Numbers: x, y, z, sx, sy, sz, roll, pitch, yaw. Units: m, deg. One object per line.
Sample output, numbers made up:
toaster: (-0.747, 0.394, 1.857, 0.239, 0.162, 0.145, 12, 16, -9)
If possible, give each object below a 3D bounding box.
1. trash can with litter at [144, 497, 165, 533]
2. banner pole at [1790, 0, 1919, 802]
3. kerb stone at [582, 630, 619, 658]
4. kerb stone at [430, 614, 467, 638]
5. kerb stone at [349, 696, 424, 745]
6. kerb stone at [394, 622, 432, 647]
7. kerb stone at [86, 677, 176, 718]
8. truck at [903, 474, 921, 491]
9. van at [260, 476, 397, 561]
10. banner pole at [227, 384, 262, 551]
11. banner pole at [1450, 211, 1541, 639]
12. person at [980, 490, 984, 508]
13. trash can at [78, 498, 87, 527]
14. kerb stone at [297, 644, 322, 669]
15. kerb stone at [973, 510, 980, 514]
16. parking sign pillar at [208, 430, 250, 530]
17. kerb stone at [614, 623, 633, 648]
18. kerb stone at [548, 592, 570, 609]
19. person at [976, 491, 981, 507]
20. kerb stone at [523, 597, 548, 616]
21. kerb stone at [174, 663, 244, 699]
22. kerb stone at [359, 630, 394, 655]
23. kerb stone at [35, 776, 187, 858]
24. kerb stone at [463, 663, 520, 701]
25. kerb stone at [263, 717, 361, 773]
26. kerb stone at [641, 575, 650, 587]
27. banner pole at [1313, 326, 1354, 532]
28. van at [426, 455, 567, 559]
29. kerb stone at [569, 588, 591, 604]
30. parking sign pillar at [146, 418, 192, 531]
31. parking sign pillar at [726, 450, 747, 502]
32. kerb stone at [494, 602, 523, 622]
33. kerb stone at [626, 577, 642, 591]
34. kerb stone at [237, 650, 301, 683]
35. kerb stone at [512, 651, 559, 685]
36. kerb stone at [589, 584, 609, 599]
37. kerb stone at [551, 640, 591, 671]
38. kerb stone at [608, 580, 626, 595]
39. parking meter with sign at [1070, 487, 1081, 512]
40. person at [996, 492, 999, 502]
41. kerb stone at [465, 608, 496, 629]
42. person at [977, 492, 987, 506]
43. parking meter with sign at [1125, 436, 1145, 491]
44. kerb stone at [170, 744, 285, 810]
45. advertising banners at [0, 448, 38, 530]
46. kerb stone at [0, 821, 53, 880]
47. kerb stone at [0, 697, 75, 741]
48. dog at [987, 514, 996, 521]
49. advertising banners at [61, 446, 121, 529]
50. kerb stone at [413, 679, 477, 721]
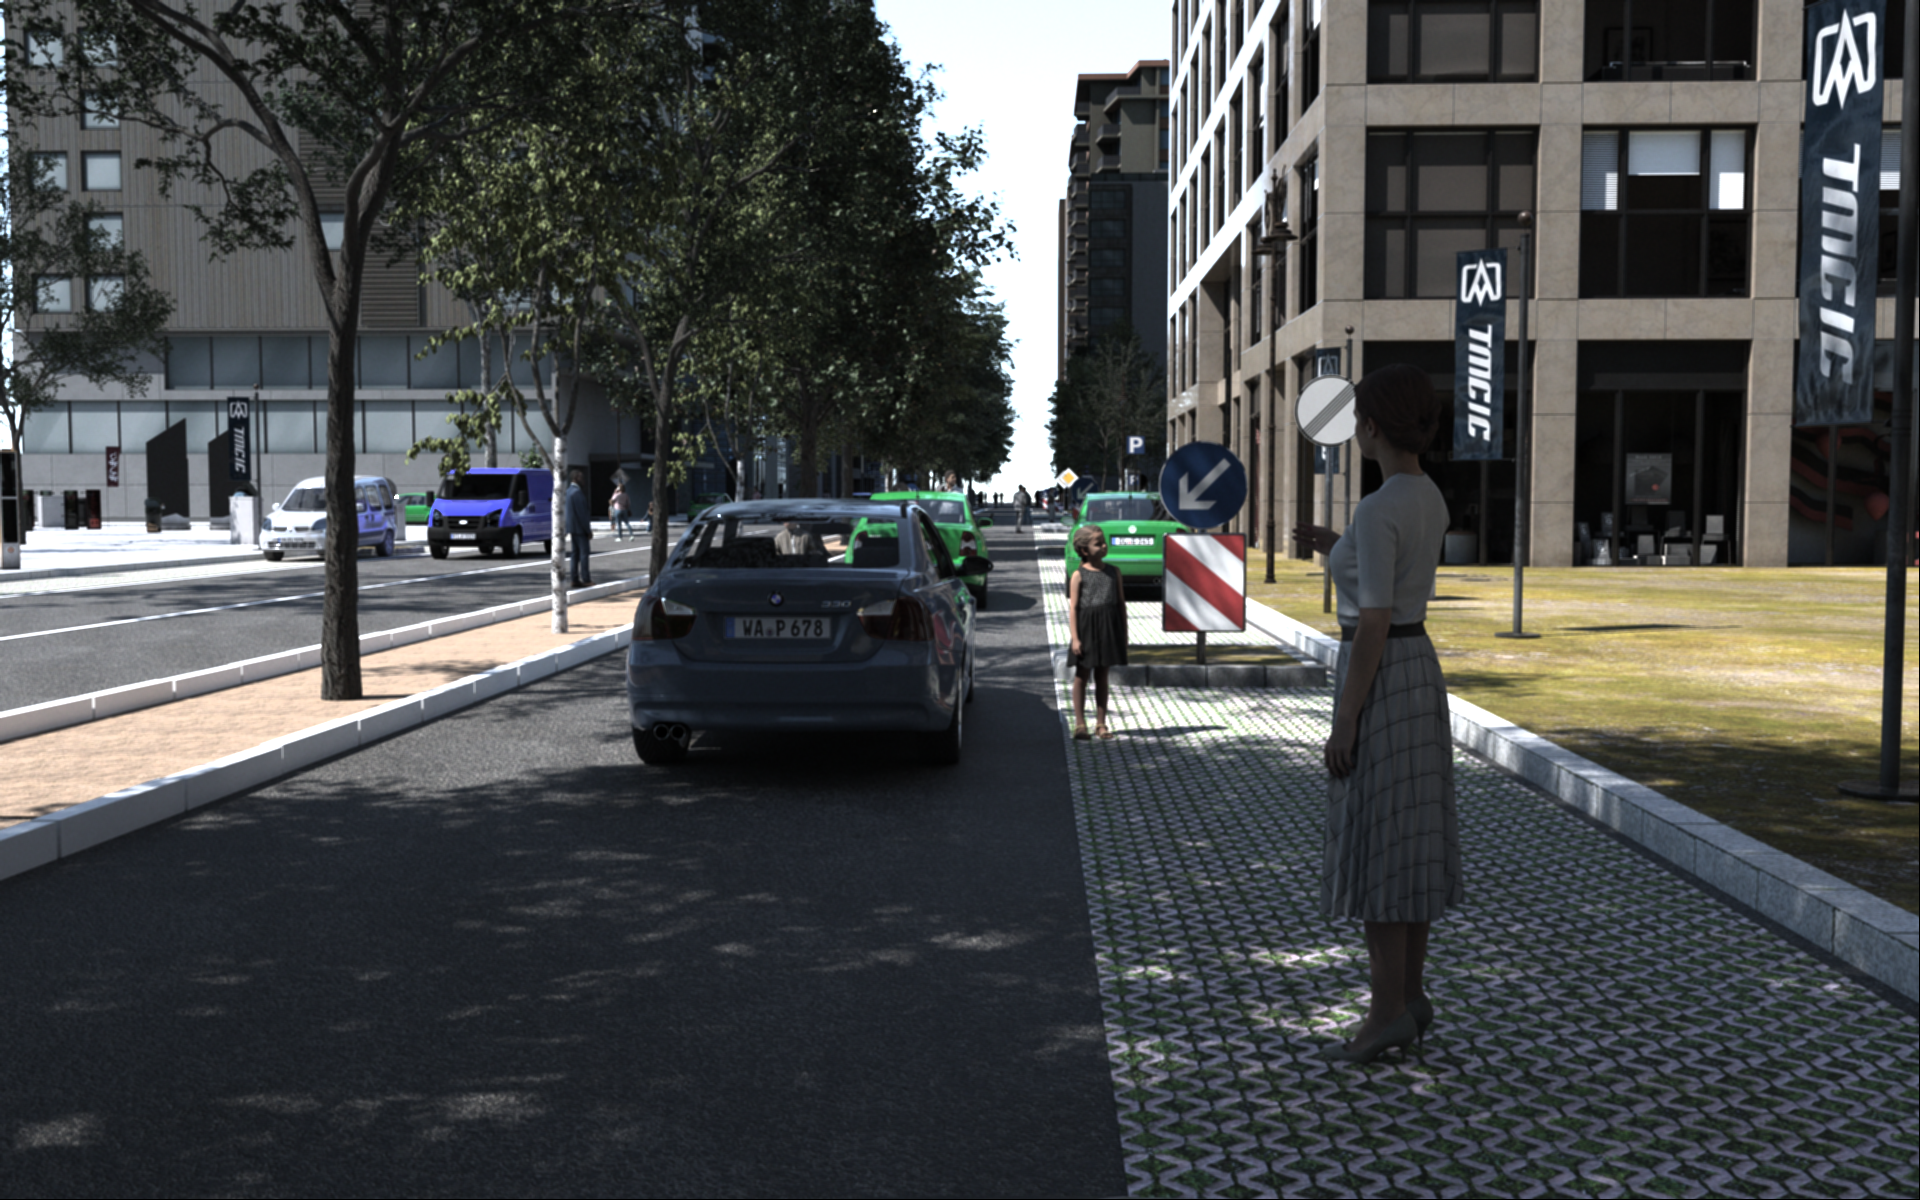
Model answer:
trash can with litter: (-26.806, -2.831, 57.674, 0.624, 1.170, 1.055, -2, 4, -25)
banner pole: (3.915, -1.070, 7.511, 0.401, 3.779, 0.863, -1, 4, -14)
kerb stone: (-3.260, 0.409, 15.511, 0.120, 0.150, 1.000, 0, 4, 2)
kerb stone: (-5.273, 0.280, 17.634, 0.120, 0.150, 1.000, 0, 4, 2)
kerb stone: (-3.464, 0.727, 10.388, 0.120, 0.150, 1.000, 0, 4, 2)
kerb stone: (-5.320, 0.350, 16.602, 0.120, 0.150, 1.000, 0, 4, 2)
kerb stone: (-5.522, 0.657, 11.477, 0.120, 0.150, 1.000, 0, 4, 2)
truck: (-4.634, -12.461, 193.490, 2.967, 4.110, 18.799, 0, 4, 0)
van: (-13.885, -1.905, 38.157, 2.013, 2.044, 4.112, 0, 4, 3)
banner pole: (-16.191, -3.018, 39.364, 0.863, 3.779, 0.401, -1, 4, -12)
banner pole: (4.820, -1.563, 15.573, 0.863, 3.779, 0.401, 3, 4, 38)
person: (2.284, -10.538, 180.799, 0.705, 1.823, 1.348, -1, 4, -8)
trash can: (-34.306, -3.426, 67.667, 0.748, 1.137, 0.748, 0, 3, 0)
kerb stone: (-5.401, 0.468, 14.550, 0.120, 0.150, 1.000, 0, 4, 2)
kerb stone: (1.266, -6.580, 129.772, 0.120, 0.150, 1.000, 0, 4, 2)
parking sign pillar: (-26.006, -4.476, 61.652, 1.447, 3.967, 1.447, -1, 4, -11)
kerb stone: (-3.215, 0.346, 16.537, 0.120, 0.150, 1.000, 0, 4, 2)
kerb stone: (-5.117, 0.035, 21.735, 0.120, 0.150, 1.000, 0, 4, 2)
person: (2.252, -11.586, 198.073, 0.705, 1.807, 1.348, 3, 5, 40)
kerb stone: (-5.150, 0.093, 20.704, 0.120, 0.150, 1.000, 0, 4, 2)
kerb stone: (-5.475, 0.599, 12.505, 0.120, 0.150, 1.000, 0, 4, 2)
kerb stone: (-5.359, 0.406, 15.576, 0.120, 0.150, 1.000, 0, 4, 2)
kerb stone: (-3.581, 0.910, 7.320, 0.120, 0.150, 1.000, 0, 4, 2)
kerb stone: (-3.383, 0.597, 12.438, 0.120, 0.150, 1.000, 0, 4, 2)
kerb stone: (-3.506, 0.785, 9.366, 0.120, 0.150, 1.000, 0, 4, 2)
kerb stone: (-4.907, -0.285, 26.863, 0.120, 0.150, 1.000, 0, 4, 2)
banner pole: (5.643, -2.202, 26.021, 0.401, 3.779, 0.863, -3, 5, -40)
van: (-10.649, -2.176, 39.963, 2.240, 2.365, 5.245, 0, 4, 2)
kerb stone: (-5.070, -0.035, 22.770, 0.120, 0.150, 1.000, 0, 4, 2)
parking sign pillar: (-28.052, -4.456, 61.330, 1.447, 3.967, 1.447, -1, 4, -15)
parking sign pillar: (-13.779, -7.240, 106.843, 1.447, 3.967, 1.447, 2, 4, 25)
kerb stone: (-5.196, 0.154, 19.678, 0.120, 0.150, 1.000, 0, 4, 2)
kerb stone: (-4.956, -0.220, 25.841, 0.120, 0.150, 1.000, 0, 4, 2)
kerb stone: (-5.436, 0.532, 13.529, 0.120, 0.150, 1.000, 0, 4, 2)
kerb stone: (-3.336, 0.534, 13.462, 0.120, 0.150, 1.000, 0, 4, 2)
kerb stone: (-5.035, -0.098, 23.792, 0.120, 0.150, 1.000, 0, 4, 2)
kerb stone: (-3.293, 0.474, 14.489, 0.120, 0.150, 1.000, 0, 4, 2)
kerb stone: (-4.992, -0.160, 24.813, 0.120, 0.150, 1.000, 0, 4, 2)
parking meter with sign: (8.739, -7.834, 124.349, 1.738, 3.016, 0.543, -1, 4, -12)
person: (6.365, -17.730, 298.403, 1.348, 1.821, 0.705, -1, 4, -15)
kerb stone: (-5.239, 0.222, 18.657, 0.120, 0.150, 1.000, 0, 4, 2)
person: (2.312, -10.916, 187.695, 1.217, 1.735, 0.721, 1, 4, 20)
parking meter with sign: (5.290, -3.456, 52.769, 0.543, 3.016, 1.738, 0, 4, 2)
kerb stone: (-3.539, 0.853, 8.345, 0.120, 0.150, 1.000, 0, 4, 2)
advertising banners: (-36.065, -4.332, 67.014, 0.090, 3.025, 2.074, 2, 4, 30)
kerb stone: (-3.623, 0.975, 6.299, 0.120, 0.150, 1.000, 0, 4, 2)
kerb stone: (-5.565, 0.720, 10.453, 0.120, 0.150, 1.000, 0, 4, 2)
dog: (1.695, -4.428, 92.587, 0.550, 0.427, 0.748, 1, 4, 8)
advertising banners: (-31.713, -4.104, 63.284, 2.074, 3.025, 0.090, -3, 5, -42)
kerb stone: (-3.420, 0.664, 11.409, 0.120, 0.150, 1.000, 0, 4, 2)
